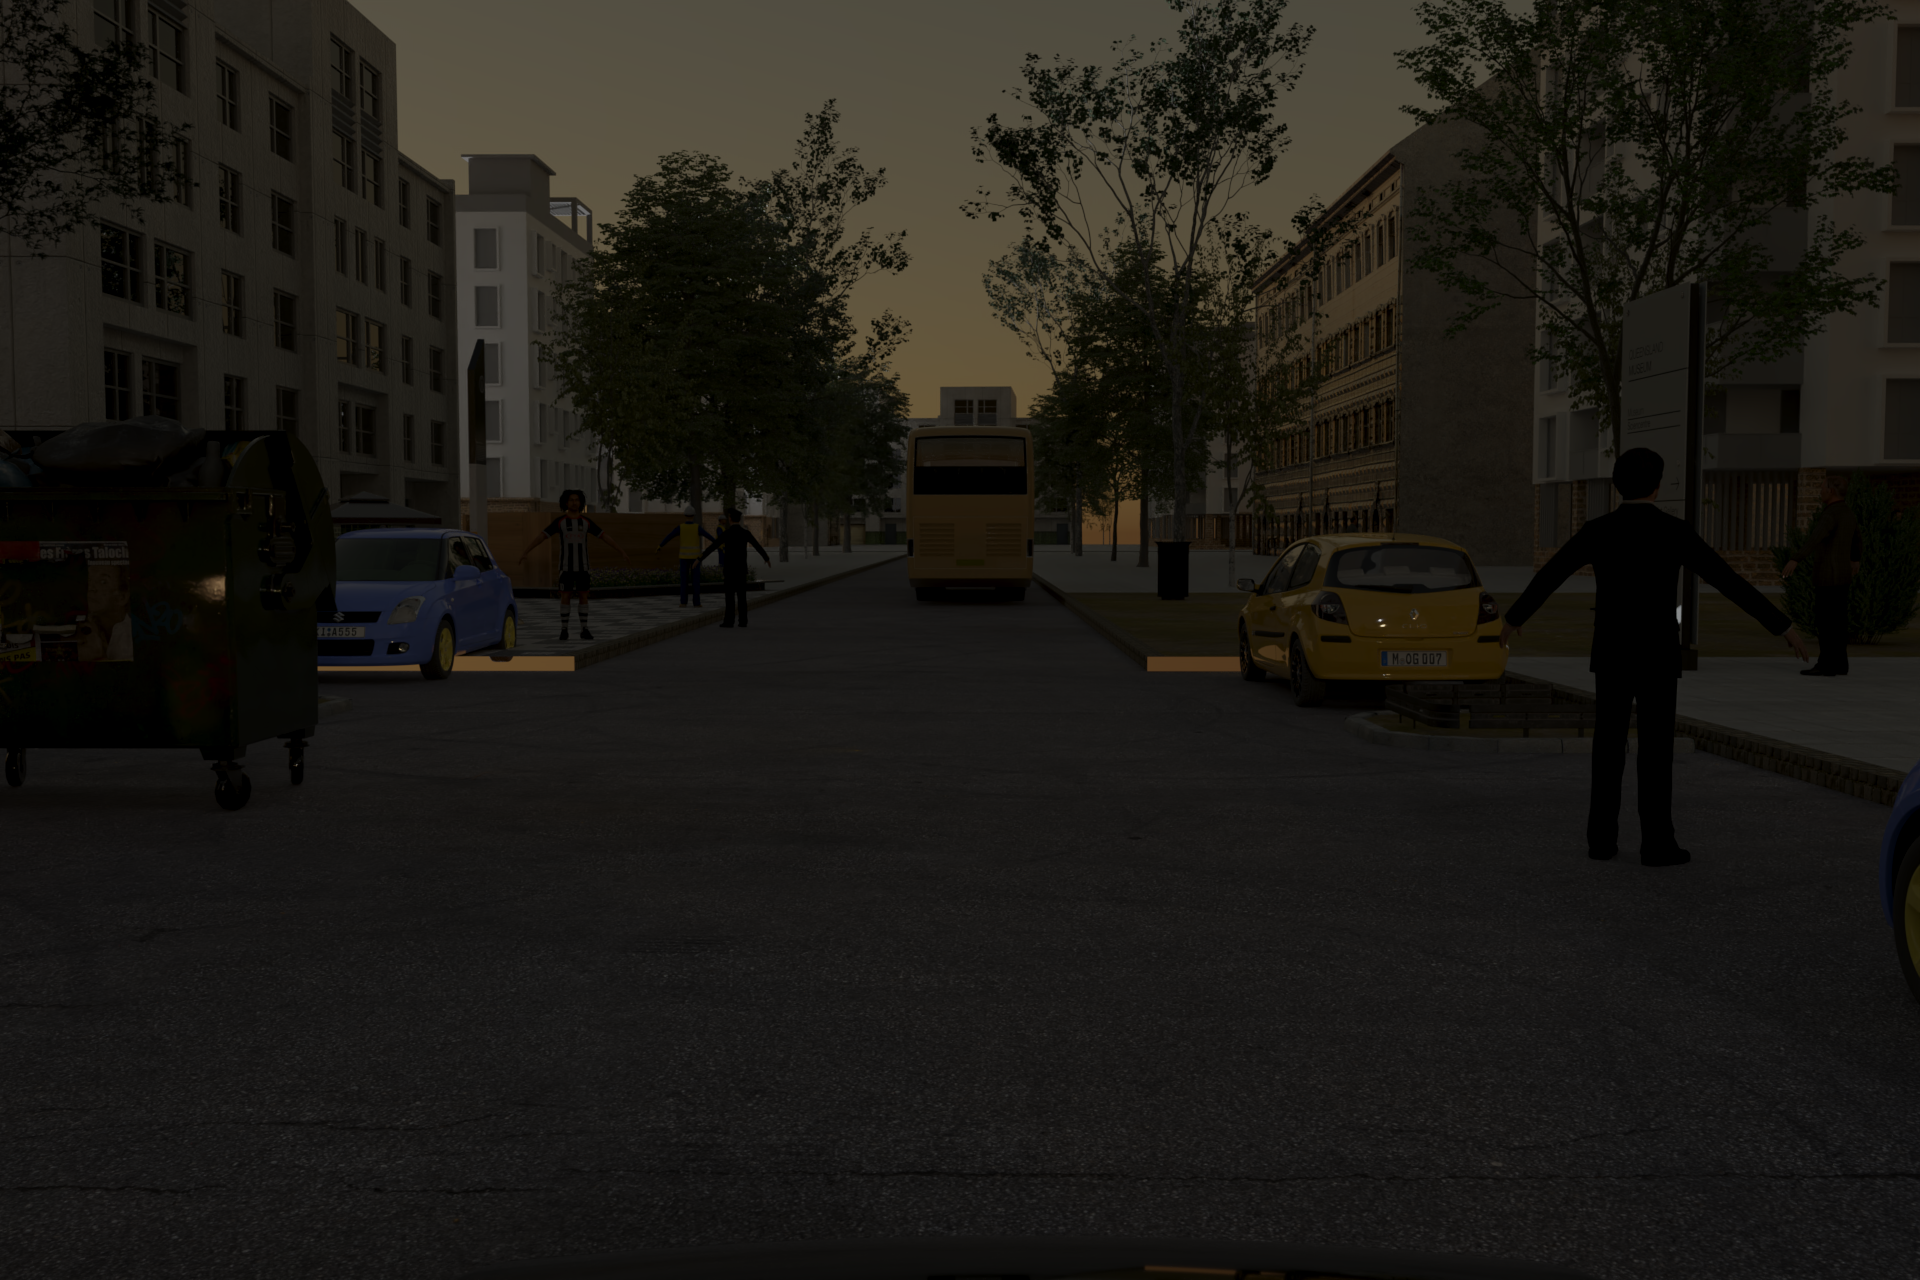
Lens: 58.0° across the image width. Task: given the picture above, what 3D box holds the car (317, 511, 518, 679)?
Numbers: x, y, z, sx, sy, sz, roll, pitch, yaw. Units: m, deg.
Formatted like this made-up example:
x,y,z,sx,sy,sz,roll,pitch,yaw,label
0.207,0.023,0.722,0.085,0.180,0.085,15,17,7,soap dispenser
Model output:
x,y,z,sx,sy,sz,roll,pitch,yaw,label
-5.891,-0.526,18.190,1.945,1.707,3.694,0,4,0,car

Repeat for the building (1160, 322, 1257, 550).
x,y,z,sx,sy,sz,roll,pitch,yaw,label
23.115,-18.251,154.828,16.016,20.090,11.380,0,3,0,building

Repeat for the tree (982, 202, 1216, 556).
x,y,z,sx,sy,sz,roll,pitch,yaw,label
8.104,-14.840,98.518,12.611,20.169,13.585,0,3,0,tree

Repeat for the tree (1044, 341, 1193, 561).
x,y,z,sx,sy,sz,roll,pitch,yaw,label
7.647,-9.032,82.088,7.601,10.594,8.767,-1,4,-10,tree

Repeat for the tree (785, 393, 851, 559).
x,y,z,sx,sy,sz,roll,pitch,yaw,label
-7.702,-8.481,89.030,4.737,8.622,4.395,0,3,0,tree

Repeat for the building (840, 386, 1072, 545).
x,y,z,sx,sy,sz,roll,pitch,yaw,label
-1.759,-21.138,214.525,31.486,18.905,16.747,0,4,4,building

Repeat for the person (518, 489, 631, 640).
x,y,z,sx,sy,sz,roll,pitch,yaw,label
-4.692,-0.913,21.074,1.345,1.843,0.704,-1,4,-21,person

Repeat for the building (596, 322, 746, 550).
x,y,z,sx,sy,sz,roll,pitch,yaw,label
-24.555,-17.639,144.818,16.016,20.090,11.380,0,4,0,building

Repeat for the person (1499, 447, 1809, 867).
x,y,z,sx,sy,sz,roll,pitch,yaw,label
2.972,0.065,7.588,1.347,1.806,0.705,3,5,42,person

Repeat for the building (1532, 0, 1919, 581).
x,y,z,sx,sy,sz,roll,pitch,yaw,label
24.040,-12.153,55.116,16.016,20.090,11.380,0,4,1,building

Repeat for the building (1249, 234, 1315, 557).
x,y,z,sx,sy,sz,roll,pitch,yaw,label
27.232,-16.248,96.590,19.493,23.208,18.063,0,3,0,building

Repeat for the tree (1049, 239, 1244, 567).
x,y,z,sx,sy,sz,roll,pitch,yaw,label
7.196,-9.141,67.586,7.486,12.596,7.792,0,3,0,tree

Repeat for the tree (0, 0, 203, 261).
x,y,z,sx,sy,sz,roll,pitch,yaw,label
-11.772,-5.013,16.374,8.767,10.594,7.601,-2,4,-34,tree

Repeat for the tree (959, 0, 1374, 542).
x,y,z,sx,sy,sz,roll,pitch,yaw,label
6.287,-12.129,54.195,12.611,20.169,13.585,0,3,0,tree

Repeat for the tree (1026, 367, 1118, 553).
x,y,z,sx,sy,sz,roll,pitch,yaw,label
7.494,-12.212,117.801,7.486,12.596,7.792,0,3,0,tree

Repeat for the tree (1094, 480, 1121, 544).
x,y,z,sx,sy,sz,roll,pitch,yaw,label
18.792,-16.144,214.315,4.360,8.622,3.978,0,3,0,tree

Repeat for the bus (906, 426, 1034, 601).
x,y,z,sx,sy,sz,roll,pitch,yaw,label
0.251,-2.971,40.124,2.896,3.916,12.252,0,4,0,bus

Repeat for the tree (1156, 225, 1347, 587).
x,y,z,sx,sy,sz,roll,pitch,yaw,label
6.826,-5.593,41.801,4.737,8.622,4.395,0,3,0,tree

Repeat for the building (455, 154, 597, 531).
x,y,z,sx,sy,sz,roll,pitch,yaw,label
-26.092,-14.148,87.732,16.016,20.090,11.380,0,4,-1,building

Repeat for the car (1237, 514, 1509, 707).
x,y,z,sx,sy,sz,roll,pitch,yaw,label
3.618,-0.339,15.764,2.015,1.641,3.980,0,4,0,car

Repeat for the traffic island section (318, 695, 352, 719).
x,y,z,sx,sy,sz,roll,pitch,yaw,label
-5.954,0.564,13.653,1.991,0.108,1.994,0,4,1,traffic island section

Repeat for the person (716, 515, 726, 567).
x,y,z,sx,sy,sz,roll,pitch,yaw,label
-6.783,-2.670,49.623,0.705,1.833,1.349,0,4,1,person

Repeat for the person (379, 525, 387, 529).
x,y,z,sx,sy,sz,roll,pitch,yaw,label
-17.442,-2.857,52.565,0.705,1.847,1.347,-2,4,-23,person

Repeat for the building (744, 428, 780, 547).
x,y,z,sx,sy,sz,roll,pitch,yaw,label
-23.740,-19.025,167.474,16.016,20.090,11.380,0,4,1,building

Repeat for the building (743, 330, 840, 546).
x,y,z,sx,sy,sz,roll,pitch,yaw,label
-23.087,-21.957,189.928,19.493,23.208,18.063,0,4,0,building

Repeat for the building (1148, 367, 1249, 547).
x,y,z,sx,sy,sz,roll,pitch,yaw,label
24.863,-19.917,182.061,16.016,20.090,11.380,0,4,1,building

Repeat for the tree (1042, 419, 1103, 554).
x,y,z,sx,sy,sz,roll,pitch,yaw,label
7.130,-9.803,110.643,4.360,8.622,3.978,0,3,0,tree

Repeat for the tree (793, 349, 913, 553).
x,y,z,sx,sy,sz,roll,pitch,yaw,label
-7.869,-12.958,118.522,9.857,13.997,8.962,0,3,0,tree

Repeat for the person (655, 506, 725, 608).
x,y,z,sx,sy,sz,roll,pitch,yaw,label
-4.722,-1.459,30.312,1.216,1.772,0.721,0,4,-5,person

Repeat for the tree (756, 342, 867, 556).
x,y,z,sx,sy,sz,roll,pitch,yaw,label
-8.852,-11.237,101.859,7.486,12.596,7.792,0,3,0,tree

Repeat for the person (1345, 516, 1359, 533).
x,y,z,sx,sy,sz,roll,pitch,yaw,label
11.520,-2.716,50.681,0.705,1.796,1.348,-1,4,-20,person

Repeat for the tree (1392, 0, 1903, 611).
x,y,z,sx,sy,sz,roll,pitch,yaw,label
11.050,-6.279,28.419,9.928,11.665,9.643,0,3,0,tree

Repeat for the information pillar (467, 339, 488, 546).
x,y,z,sx,sy,sz,roll,pitch,yaw,label
-5.741,-1.792,20.652,0.183,3.616,0.504,0,4,0,information pillar

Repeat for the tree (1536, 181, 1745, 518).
x,y,z,sx,sy,sz,roll,pitch,yaw,label
14.106,-5.235,35.958,4.737,8.622,4.395,0,3,0,tree

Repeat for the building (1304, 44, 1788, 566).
x,y,z,sx,sy,sz,roll,pitch,yaw,label
26.715,-15.061,77.169,19.493,23.208,18.063,0,4,1,building

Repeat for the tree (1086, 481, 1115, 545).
x,y,z,sx,sy,sz,roll,pitch,yaw,label
17.662,-15.888,210.124,4.360,8.622,3.978,0,3,0,tree

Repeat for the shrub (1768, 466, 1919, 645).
x,y,z,sx,sy,sz,roll,pitch,yaw,label
10.407,-0.991,20.239,1.661,2.075,1.752,0,3,0,shrub

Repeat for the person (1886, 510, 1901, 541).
x,y,z,sx,sy,sz,roll,pitch,yaw,label
20.968,-1.997,38.792,1.346,1.812,0.704,-3,5,-44,person

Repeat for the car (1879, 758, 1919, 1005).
x,y,z,sx,sy,sz,roll,pitch,yaw,label
3.650,0.350,3.875,1.945,1.707,3.694,0,4,1,car

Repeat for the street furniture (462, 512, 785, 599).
x,y,z,sx,sy,sz,roll,pitch,yaw,label
-7.497,-1.907,38.041,9.812,1.723,11.010,2,4,28,street furniture

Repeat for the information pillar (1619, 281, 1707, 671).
x,y,z,sx,sy,sz,roll,pitch,yaw,label
6.849,-1.569,16.977,0.184,3.620,1.656,0,4,0,information pillar

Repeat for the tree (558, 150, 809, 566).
x,y,z,sx,sy,sz,roll,pitch,yaw,label
-8.401,-8.196,52.124,7.486,12.596,7.792,0,3,0,tree

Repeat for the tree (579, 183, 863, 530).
x,y,z,sx,sy,sz,roll,pitch,yaw,label
-8.426,-9.517,62.259,9.857,13.997,8.962,0,3,0,tree

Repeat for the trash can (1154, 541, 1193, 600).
x,y,z,sx,sy,sz,roll,pitch,yaw,label
4.148,-1.348,33.690,0.748,1.137,0.748,0,3,0,trash can

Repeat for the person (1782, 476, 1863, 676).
x,y,z,sx,sy,sz,roll,pitch,yaw,label
7.891,-0.584,15.725,1.348,1.807,0.705,-3,4,-39,person

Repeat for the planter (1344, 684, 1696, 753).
x,y,z,sx,sy,sz,roll,pitch,yaw,label
3.811,0.540,12.313,1.991,0.319,1.994,0,4,-1,planter

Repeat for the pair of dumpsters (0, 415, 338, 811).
x,y,z,sx,sy,sz,roll,pitch,yaw,label
-5.802,-0.268,9.325,4.436,2.255,1.574,0,4,0,pair of dumpsters

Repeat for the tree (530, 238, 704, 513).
x,y,z,sx,sy,sz,roll,pitch,yaw,label
-8.787,-5.740,44.203,4.737,8.622,4.395,0,3,0,tree

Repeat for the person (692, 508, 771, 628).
x,y,z,sx,sy,sz,roll,pitch,yaw,label
-3.470,-1.116,26.639,1.347,1.837,0.705,-2,4,-35,person

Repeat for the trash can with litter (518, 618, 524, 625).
x,y,z,sx,sy,sz,roll,pitch,yaw,label
-6.428,-0.733,23.365,1.055,1.170,0.624,0,4,0,trash can with litter

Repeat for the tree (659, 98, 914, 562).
x,y,z,sx,sy,sz,roll,pitch,yaw,label
-7.797,-13.526,77.046,12.611,20.169,13.585,0,3,0,tree

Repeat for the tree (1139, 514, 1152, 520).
x,y,z,sx,sy,sz,roll,pitch,yaw,label
25.685,-18.058,213.382,7.486,12.596,7.792,0,3,0,tree

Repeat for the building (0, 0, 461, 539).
x,y,z,sx,sy,sz,roll,pitch,yaw,label
-28.604,-11.497,54.441,16.747,18.905,31.486,0,4,0,building
